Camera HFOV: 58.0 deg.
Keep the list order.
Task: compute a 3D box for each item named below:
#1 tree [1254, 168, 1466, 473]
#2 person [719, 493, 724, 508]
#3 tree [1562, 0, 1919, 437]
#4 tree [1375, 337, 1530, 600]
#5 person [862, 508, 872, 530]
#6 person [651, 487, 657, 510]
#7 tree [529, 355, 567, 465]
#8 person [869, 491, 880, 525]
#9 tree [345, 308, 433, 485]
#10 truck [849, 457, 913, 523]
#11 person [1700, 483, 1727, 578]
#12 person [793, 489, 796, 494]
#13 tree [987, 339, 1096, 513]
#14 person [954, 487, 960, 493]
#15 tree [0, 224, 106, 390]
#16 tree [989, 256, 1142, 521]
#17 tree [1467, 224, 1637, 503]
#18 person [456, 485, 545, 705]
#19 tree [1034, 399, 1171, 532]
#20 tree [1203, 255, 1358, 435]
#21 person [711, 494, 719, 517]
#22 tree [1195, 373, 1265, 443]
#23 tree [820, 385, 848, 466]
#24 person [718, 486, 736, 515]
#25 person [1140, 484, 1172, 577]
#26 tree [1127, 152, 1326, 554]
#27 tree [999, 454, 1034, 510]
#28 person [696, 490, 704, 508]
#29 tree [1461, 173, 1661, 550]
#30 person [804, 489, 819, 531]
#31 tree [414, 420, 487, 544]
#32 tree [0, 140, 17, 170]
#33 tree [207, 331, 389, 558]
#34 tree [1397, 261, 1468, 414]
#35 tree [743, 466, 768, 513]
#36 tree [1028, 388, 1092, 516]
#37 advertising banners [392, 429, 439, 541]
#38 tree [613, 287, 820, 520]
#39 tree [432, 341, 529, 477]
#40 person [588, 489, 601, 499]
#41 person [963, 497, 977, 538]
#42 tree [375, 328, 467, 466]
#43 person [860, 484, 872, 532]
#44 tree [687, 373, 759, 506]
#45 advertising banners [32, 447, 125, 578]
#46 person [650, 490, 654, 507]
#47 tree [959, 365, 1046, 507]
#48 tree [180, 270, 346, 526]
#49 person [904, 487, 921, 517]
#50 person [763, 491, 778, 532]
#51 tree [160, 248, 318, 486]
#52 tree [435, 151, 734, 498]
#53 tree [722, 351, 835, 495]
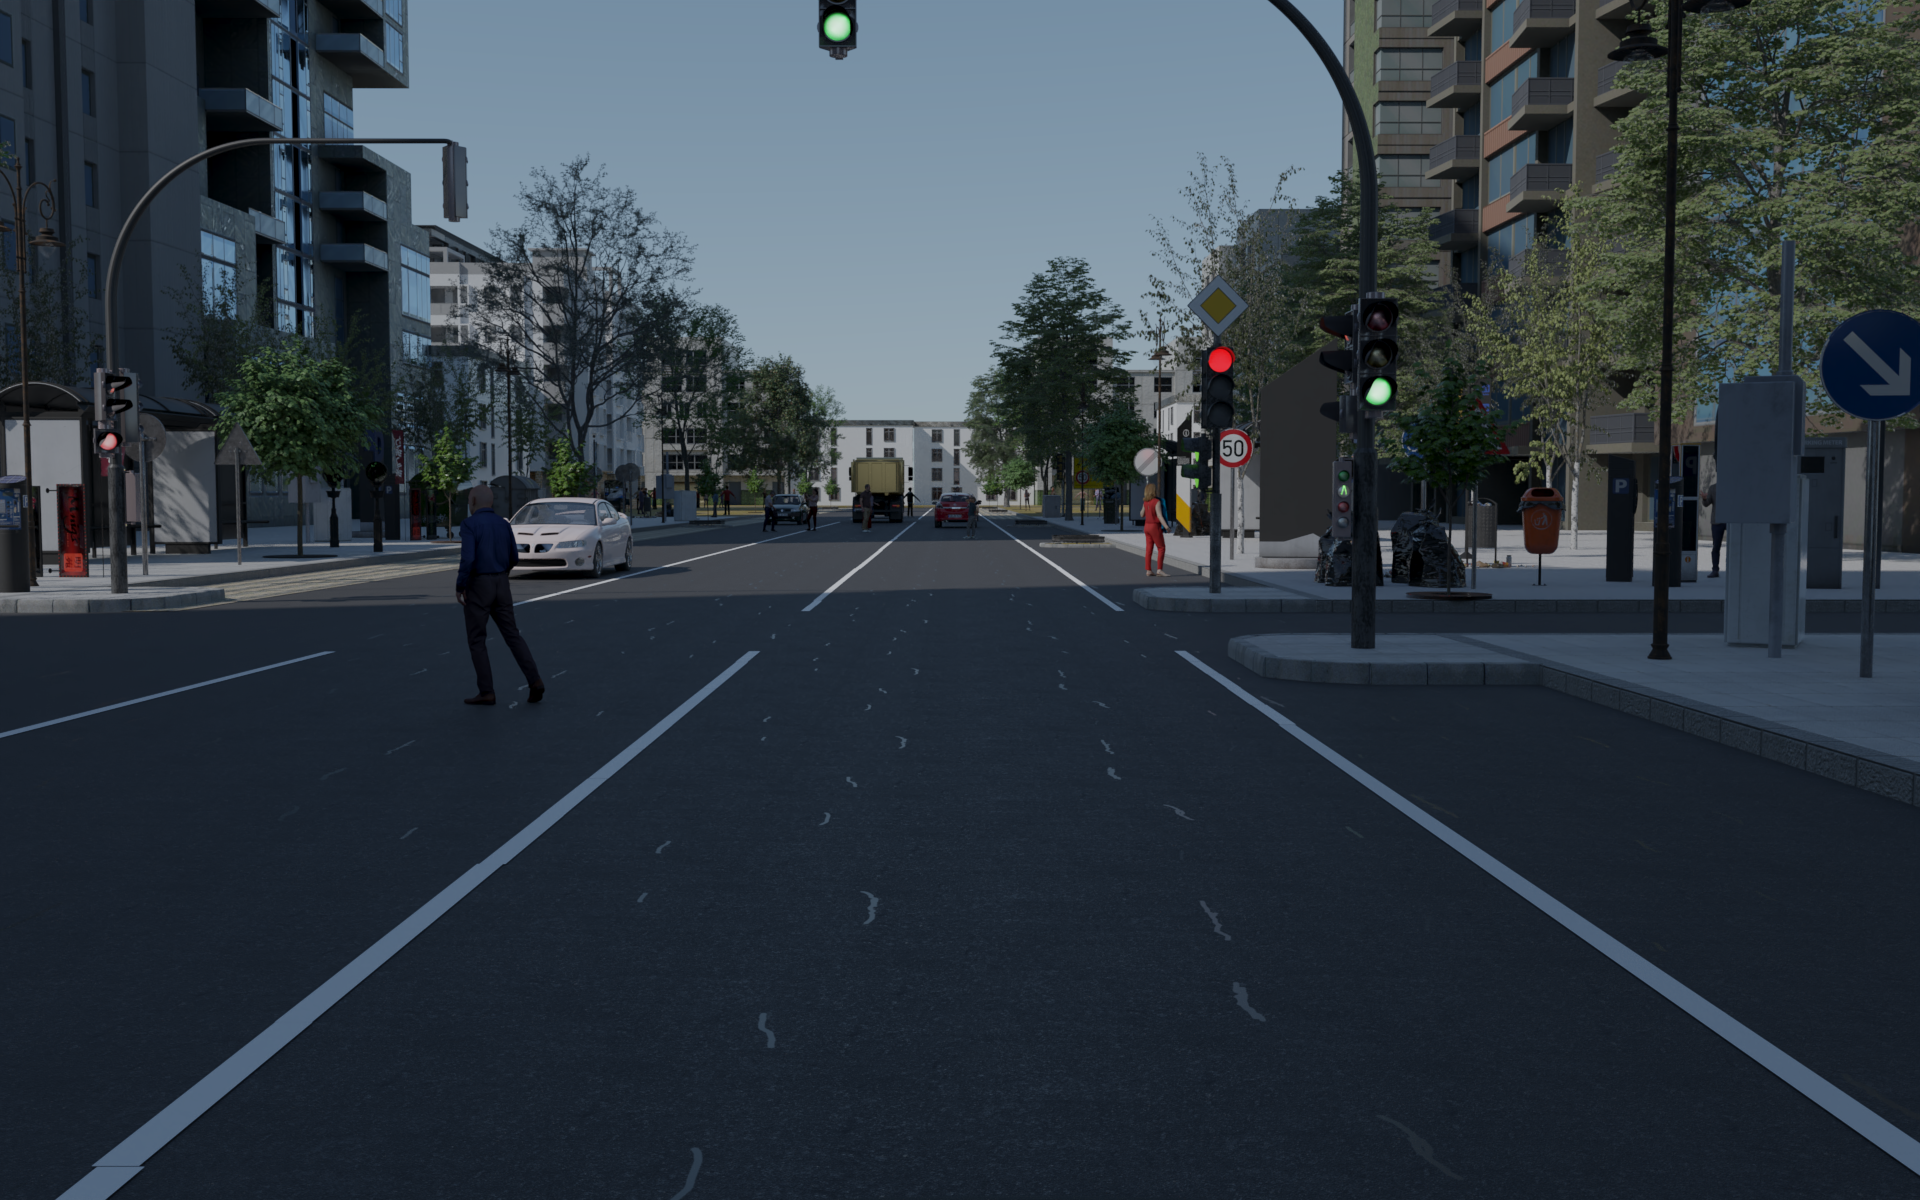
[{"bbox_3d":[13.879,-8.754,61.248,7.486,12.596,7.792,0,3,0],"label":"tree"},{"bbox_3d":[-22.083,-9.401,160.672,0.530,1.710,0.541,-1,4,-10],"label":"person"},{"bbox_3d":[15.046,-6.978,32.221,7.486,12.596,7.792,0,3,0],"label":"tree"},{"bbox_3d":[6.058,-1.644,21.483,1.663,3.219,1.824,0,3,0],"label":"tree"},{"bbox_3d":[-3.708,-3.533,68.740,0.387,1.526,0.523,1,4,14],"label":"person"},{"bbox_3d":[-25.209,-8.370,142.862,0.705,1.831,1.348,2,4,35],"label":"person"},{"bbox_3d":[-23.120,-8.691,92.460,4.737,8.622,4.395,0,3,0],"label":"tree"},{"bbox_3d":[-4.170,-4.276,80.364,0.435,1.587,0.963,2,4,34],"label":"person"},{"bbox_3d":[-23.998,-7.181,67.770,4.737,8.622,4.395,0,3,0],"label":"tree"},{"bbox_3d":[-4.192,-5.749,89.916,3.469,3.379,9.791,0,4,-1],"label":"truck"},{"bbox_3d":[11.605,-1.208,26.327,0.617,1.759,0.750,2,4,35],"label":"person"},{"bbox_3d":[-16.258,-9.987,169.472,0.705,1.807,1.348,0,4,-7],"label":"person"},{"bbox_3d":[5.678,-11.676,116.651,9.928,11.665,9.643,0,3,0],"label":"tree"},{"bbox_3d":[-0.175,-4.833,87.653,0.598,1.807,0.434,-1,4,-12],"label":"person"},{"bbox_3d":[-24.687,-5.867,46.295,4.360,8.622,3.978,0,3,0],"label":"tree"},{"bbox_3d":[4.848,-10.114,83.484,7.486,12.596,7.792,0,3,0],"label":"tree"},{"bbox_3d":[16.094,-5.906,46.931,4.360,8.622,3.978,0,3,0],"label":"tree"},{"bbox_3d":[-3.207,-0.042,11.880,0.574,1.496,0.600,-2,4,-29],"label":"person"},{"bbox_3d":[5.492,-4.639,59.568,4.285,4.588,4.351,0,3,0],"label":"tree"},{"bbox_3d":[14.384,-9.049,73.710,9.928,11.665,9.643,0,3,0],"label":"tree"},{"bbox_3d":[-13.395,-5.284,94.645,0.429,1.552,0.499,0,4,4],"label":"person"},{"bbox_3d":[15.211,-8.790,94.073,4.737,8.622,4.395,0,3,0],"label":"tree"},{"bbox_3d":[-14.364,-14.549,163.631,9.928,11.665,9.643,0,3,0],"label":"tree"},{"bbox_3d":[-14.234,-6.098,105.687,1.348,1.831,0.705,-2,4,-32],"label":"person"},{"bbox_3d":[3.416,-1.223,30.199,0.444,1.614,0.593,-1,4,-10],"label":"person"},{"bbox_3d":[5.896,-5.294,36.917,4.360,8.622,3.978,0,3,0],"label":"tree"},{"bbox_3d":[4.856,-9.649,141.468,4.285,4.588,4.351,0,3,0],"label":"tree"},{"bbox_3d":[-23.974,-9.344,158.776,1.348,1.831,0.705,3,5,42],"label":"person"},{"bbox_3d":[14.058,-5.481,39.974,4.737,8.622,4.395,0,3,0],"label":"tree"},{"bbox_3d":[-5.804,-3.527,67.626,0.566,1.644,0.517,0,4,-2],"label":"person"},{"bbox_3d":[-13.449,-3.095,45.205,1.663,3.219,1.824,0,3,0],"label":"tree"},{"bbox_3d":[-22.173,-6.543,32.738,9.928,11.665,9.643,0,3,0],"label":"tree"},{"bbox_3d":[-13.354,-3.138,35.016,4.285,4.588,4.351,0,3,0],"label":"tree"},{"bbox_3d":[15.525,-6.277,52.986,4.360,8.622,3.978,0,3,0],"label":"tree"},{"bbox_3d":[-13.973,-7.567,118.327,1.663,3.219,1.824,0,3,0],"label":"tree"},{"bbox_3d":[5.823,-9.283,102.140,4.737,8.622,4.395,0,3,0],"label":"tree"},{"bbox_3d":[-15.002,-3.151,47.712,0.090,3.025,2.074,1,4,17],"label":"advertising banners"},{"bbox_3d":[-13.923,-9.882,87.321,9.928,11.665,9.643,0,3,0],"label":"tree"},{"bbox_3d":[-23.597,-8.018,81.453,4.737,8.622,4.395,0,3,0],"label":"tree"},{"bbox_3d":[-24.580,-6.704,116.374,1.217,1.743,0.721,2,4,33],"label":"person"},{"bbox_3d":[0.332,-2.668,56.034,0.340,1.345,0.435,2,4,26],"label":"person"},{"bbox_3d":[-23.524,-7.683,75.985,4.360,8.622,3.978,0,3,0],"label":"tree"},{"bbox_3d":[-3.509,-3.456,65.135,0.434,1.807,0.598,3,5,43],"label":"person"},{"bbox_3d":[-13.874,-9.089,98.964,4.737,8.622,4.395,0,3,0],"label":"tree"},{"bbox_3d":[-13.659,-1.858,26.562,2.074,3.025,0.090,0,4,8],"label":"advertising banners"},{"bbox_3d":[-30.350,-10.094,171.789,1.217,1.736,0.721,3,4,38],"label":"person"},{"bbox_3d":[4.466,-15.962,167.633,9.857,13.997,8.962,0,3,0],"label":"tree"},{"bbox_3d":[-23.738,-6.577,57.894,4.737,8.622,4.395,0,3,0],"label":"tree"},{"bbox_3d":[-3.077,-6.077,107.484,1.348,1.869,0.705,2,4,25],"label":"person"},{"bbox_3d":[-7.231,-3.385,66.064,0.590,1.554,0.614,0,4,0],"label":"person"},{"bbox_3d":[-22.141,-6.262,52.742,4.360,8.622,3.978,0,3,0],"label":"tree"},{"bbox_3d":[-13.881,-9.332,62.941,12.009,13.543,11.850,0,3,0],"label":"tree"},{"bbox_3d":[-14.588,-13.572,138.914,9.611,12.733,9.660,0,3,0],"label":"tree"}]
